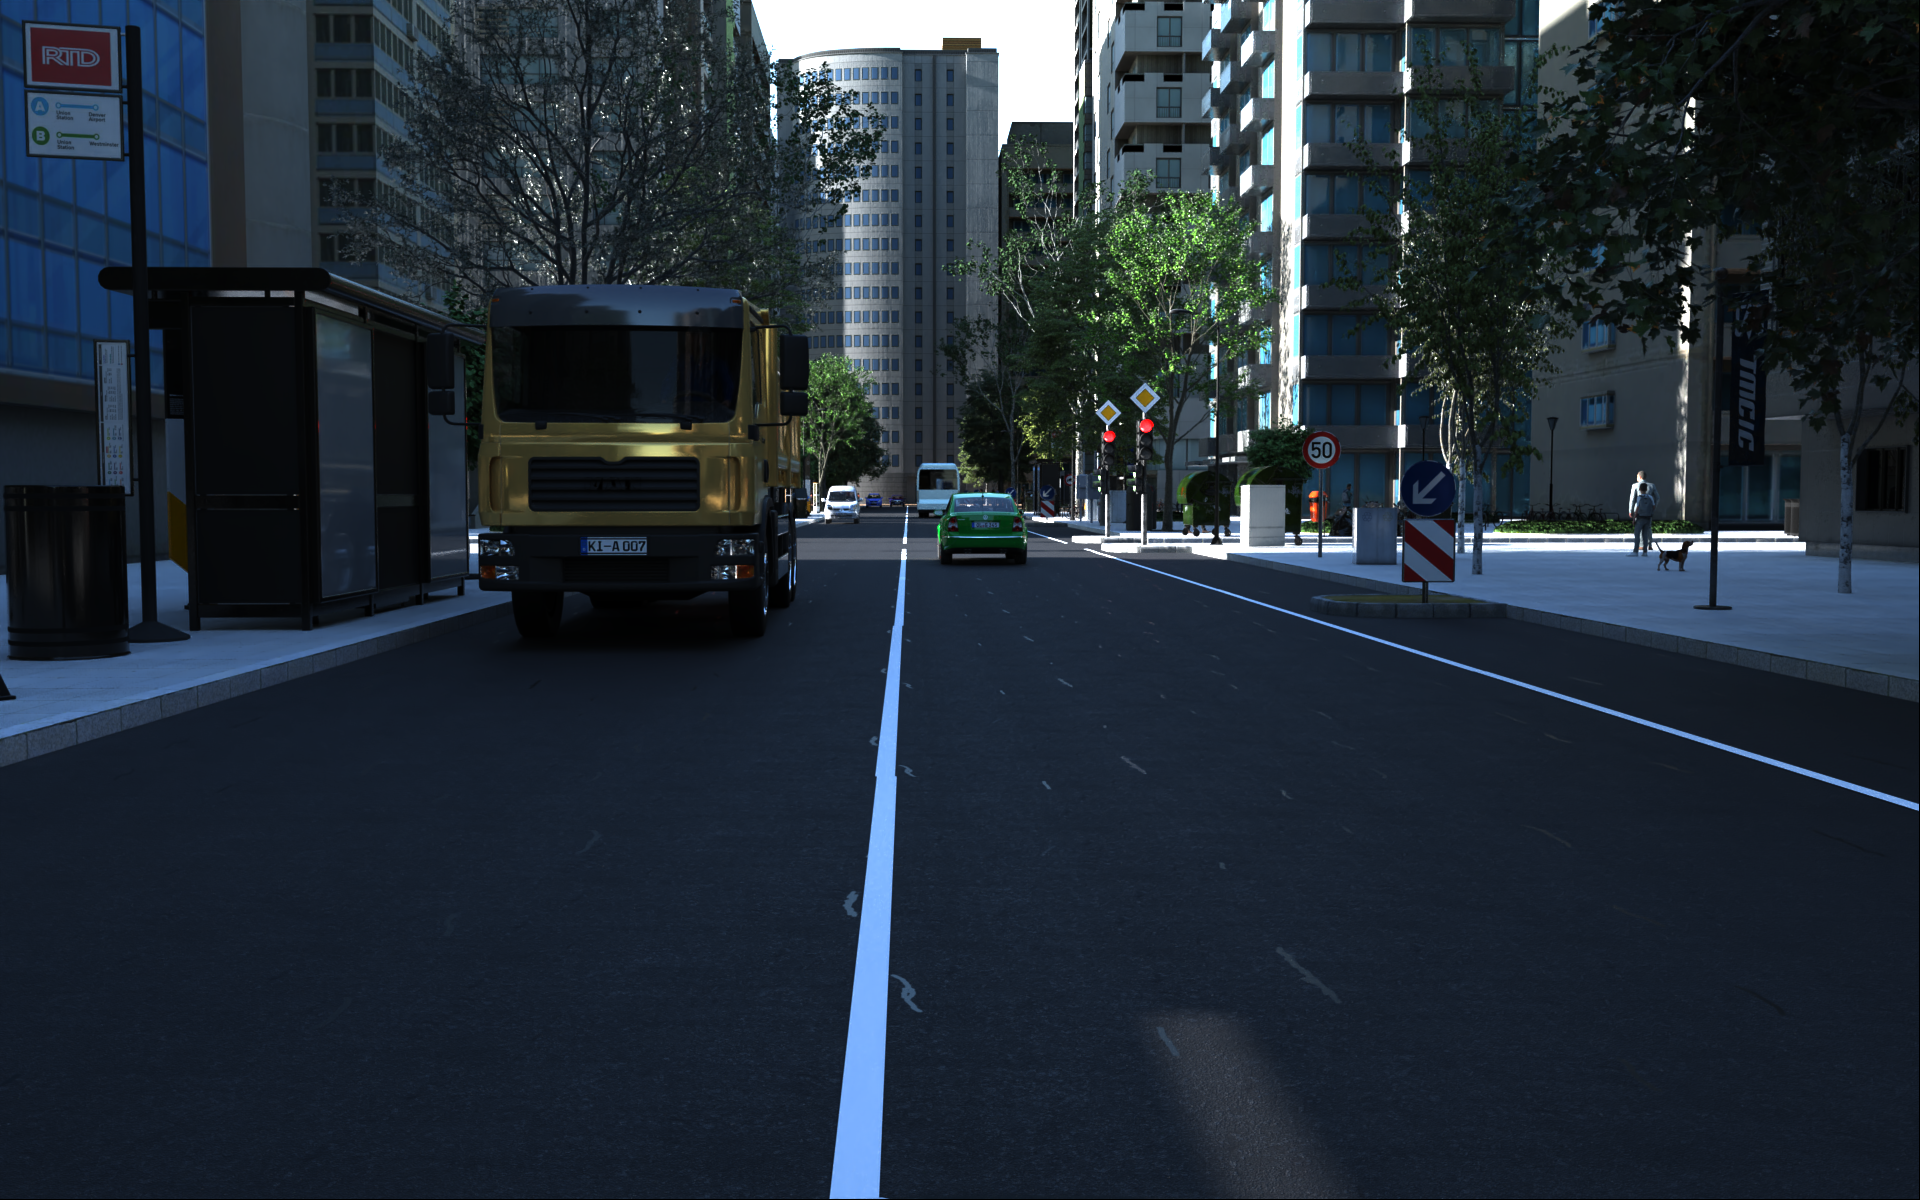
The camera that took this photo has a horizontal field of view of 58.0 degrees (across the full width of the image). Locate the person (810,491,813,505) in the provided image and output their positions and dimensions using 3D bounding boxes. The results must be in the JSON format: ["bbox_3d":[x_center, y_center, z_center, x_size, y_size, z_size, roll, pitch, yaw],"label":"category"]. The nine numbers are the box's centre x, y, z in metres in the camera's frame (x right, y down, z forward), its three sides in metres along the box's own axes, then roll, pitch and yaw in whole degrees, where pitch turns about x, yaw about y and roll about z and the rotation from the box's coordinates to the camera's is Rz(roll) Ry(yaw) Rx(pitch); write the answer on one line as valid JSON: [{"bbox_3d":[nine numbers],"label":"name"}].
[{"bbox_3d":[-16.810,-11.509,195.682,0.415,1.643,0.593,-2,4,-30],"label":"person"}]

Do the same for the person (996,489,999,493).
[{"bbox_3d":[4.080,-10.857,183.416,0.709,1.838,0.599,2,4,27],"label":"person"}]

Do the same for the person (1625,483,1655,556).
[{"bbox_3d":[14.025,-1.651,35.639,0.523,1.515,0.503,3,5,40],"label":"person"}]

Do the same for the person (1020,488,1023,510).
[{"bbox_3d":[5.071,-8.271,141.373,0.705,1.812,1.348,0,4,4],"label":"person"}]

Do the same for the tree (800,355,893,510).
[{"bbox_3d":[-11.158,-13.713,141.215,9.611,12.733,9.660,0,3,0],"label":"tree"}]

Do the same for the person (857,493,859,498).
[{"bbox_3d":[-11.975,-11.871,203.399,0.557,1.426,1.065,-1,4,-23],"label":"person"}]

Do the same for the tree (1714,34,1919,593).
[{"bbox_3d":[11.425,-4.378,21.944,4.360,8.622,3.978,0,3,0],"label":"tree"}]

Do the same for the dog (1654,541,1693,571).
[{"bbox_3d":[11.921,-0.741,28.939,0.540,0.507,0.406,1,4,10],"label":"dog"}]

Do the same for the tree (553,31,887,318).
[{"bbox_3d":[-9.816,-13.199,71.698,12.611,20.169,13.585,0,3,0],"label":"tree"}]

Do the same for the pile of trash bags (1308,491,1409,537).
[{"bbox_3d":[11.913,-2.604,52.326,3.447,1.369,1.912,-2,4,-30],"label":"pile of trash bags"}]

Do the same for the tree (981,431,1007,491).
[{"bbox_3d":[3.620,-14.493,187.317,4.360,8.622,3.978,0,3,0],"label":"tree"}]

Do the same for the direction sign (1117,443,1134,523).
[{"bbox_3d":[7.614,-5.371,79.818,0.876,3.537,0.379,-2,4,-25],"label":"direction sign"}]

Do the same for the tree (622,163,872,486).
[{"bbox_3d":[-8.542,-8.660,59.726,7.486,12.596,7.792,0,3,0],"label":"tree"}]

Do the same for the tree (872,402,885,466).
[{"bbox_3d":[-11.394,-15.700,174.824,7.486,12.596,7.792,0,3,0],"label":"tree"}]

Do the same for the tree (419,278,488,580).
[{"bbox_3d":[-7.727,-2.617,26.496,4.285,4.588,4.351,0,3,0],"label":"tree"}]

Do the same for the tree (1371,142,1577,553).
[{"bbox_3d":[11.070,-5.309,37.169,4.360,8.622,3.978,0,3,0],"label":"tree"}]

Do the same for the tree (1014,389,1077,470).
[{"bbox_3d":[5.616,-9.927,112.674,4.737,8.622,4.395,0,3,0],"label":"tree"}]

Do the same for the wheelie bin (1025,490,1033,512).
[{"bbox_3d":[5.022,-7.107,124.107,0.980,1.594,0.693,0,4,3],"label":"wheelie bin"}]

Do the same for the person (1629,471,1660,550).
[{"bbox_3d":[15.639,-2.048,39.623,0.635,1.810,0.391,-1,4,-9],"label":"person"}]

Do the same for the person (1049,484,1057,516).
[{"bbox_3d":[5.302,-5.773,100.232,0.655,1.846,0.447,3,5,41],"label":"person"}]

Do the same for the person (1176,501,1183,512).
[{"bbox_3d":[13.602,-6.163,106.996,0.592,1.802,0.473,0,4,-7],"label":"person"}]

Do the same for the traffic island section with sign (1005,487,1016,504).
[{"bbox_3d":[2.888,-5.811,103.630,1.989,1.847,2.006,0,4,-2],"label":"traffic island section with sign"}]

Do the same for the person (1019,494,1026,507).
[{"bbox_3d":[6.294,-9.952,169.476,1.217,1.743,0.721,0,4,-3],"label":"person"}]

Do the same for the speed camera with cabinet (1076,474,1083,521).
[{"bbox_3d":[6.511,-5.314,81.226,2.038,3.252,0.660,2,4,25],"label":"speed camera with cabinet"}]

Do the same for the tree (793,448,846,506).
[{"bbox_3d":[-10.015,-7.405,104.779,4.285,4.588,4.351,0,3,0],"label":"tree"}]

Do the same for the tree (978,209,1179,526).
[{"bbox_3d":[5.494,-9.263,69.577,7.486,12.596,7.792,0,3,0],"label":"tree"}]

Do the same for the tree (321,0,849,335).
[{"bbox_3d":[-7.646,-7.655,35.525,12.009,13.543,11.850,0,3,0],"label":"tree"}]

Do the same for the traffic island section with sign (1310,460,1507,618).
[{"bbox_3d":[5.344,-0.758,21.024,1.989,1.847,2.006,0,4,-2],"label":"traffic island section with sign"}]

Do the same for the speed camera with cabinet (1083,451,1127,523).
[{"bbox_3d":[6.647,-5.050,76.904,2.038,3.252,0.660,0,4,-5],"label":"speed camera with cabinet"}]

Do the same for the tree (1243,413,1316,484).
[{"bbox_3d":[13.170,-5.320,70.698,4.285,4.588,4.351,0,3,0],"label":"tree"}]

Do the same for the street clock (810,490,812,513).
[{"bbox_3d":[-10.223,-6.907,117.495,0.358,2.002,0.471,-2,4,-30],"label":"street clock"}]

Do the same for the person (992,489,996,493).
[{"bbox_3d":[3.311,-10.081,171.536,0.551,1.740,0.621,-1,4,-16],"label":"person"}]

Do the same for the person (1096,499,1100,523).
[{"bbox_3d":[6.344,-4.133,77.889,0.425,1.301,0.394,0,4,4],"label":"person"}]

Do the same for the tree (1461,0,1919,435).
[{"bbox_3d":[8.104,-5.758,11.149,9.611,12.733,9.660,0,3,0],"label":"tree"}]

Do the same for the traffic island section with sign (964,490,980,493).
[{"bbox_3d":[1.380,-8.911,154.320,1.989,1.847,2.006,0,4,-2],"label":"traffic island section with sign"}]

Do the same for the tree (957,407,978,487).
[{"bbox_3d":[3.520,-17.077,197.338,7.486,12.596,7.792,0,3,0],"label":"tree"}]

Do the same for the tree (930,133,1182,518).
[{"bbox_3d":[4.955,-14.501,92.976,12.611,20.169,13.585,0,3,0],"label":"tree"}]

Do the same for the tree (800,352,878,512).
[{"bbox_3d":[-9.912,-12.181,124.914,9.928,11.665,9.643,0,3,0],"label":"tree"}]

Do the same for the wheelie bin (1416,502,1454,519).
[{"bbox_3d":[9.323,-1.605,34.150,0.693,1.594,0.980,0,4,4],"label":"wheelie bin"}]

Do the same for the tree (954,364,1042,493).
[{"bbox_3d":[4.118,-16.053,169.124,9.857,13.997,8.962,0,3,0],"label":"tree"}]

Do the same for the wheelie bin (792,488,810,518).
[{"bbox_3d":[-8.468,-5.118,91.587,0.980,1.594,0.693,-1,4,-16],"label":"wheelie bin"}]

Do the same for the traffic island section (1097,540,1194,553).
[{"bbox_3d":[4.666,-1.312,43.727,2.009,0.180,2.903,0,4,-2],"label":"traffic island section"}]

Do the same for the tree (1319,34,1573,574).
[{"bbox_3d":[8.080,-4.708,27.339,4.737,8.622,4.395,0,3,0],"label":"tree"}]

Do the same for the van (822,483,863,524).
[{"bbox_3d":[-5.761,-4.768,84.960,2.013,2.044,4.112,0,4,-2],"label":"van"}]

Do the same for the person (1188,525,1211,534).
[{"bbox_3d":[7.730,-3.046,56.236,0.834,1.777,0.661,2,4,30],"label":"person"}]

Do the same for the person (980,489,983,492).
[{"bbox_3d":[1.582,-7.467,130.684,0.705,1.812,1.348,1,4,19],"label":"person"}]

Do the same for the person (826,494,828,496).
[{"bbox_3d":[-13.991,-10.461,177.096,1.348,1.822,0.705,-3,5,-39],"label":"person"}]

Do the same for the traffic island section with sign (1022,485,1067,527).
[{"bbox_3d":[3.695,-4.163,76.687,1.989,1.847,2.006,0,4,-2],"label":"traffic island section with sign"}]

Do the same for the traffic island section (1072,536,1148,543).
[{"bbox_3d":[4.429,-1.800,51.709,2.009,0.180,2.903,0,4,-2],"label":"traffic island section"}]

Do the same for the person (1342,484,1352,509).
[{"bbox_3d":[18.479,-4.670,82.745,0.721,1.781,0.623,-2,4,-34],"label":"person"}]

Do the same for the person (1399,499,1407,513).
[{"bbox_3d":[19.729,-4.080,77.021,0.475,1.303,0.640,1,4,11],"label":"person"}]

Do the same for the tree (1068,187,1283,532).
[{"bbox_3d":[7.200,-8.136,58.771,9.928,11.665,9.643,0,3,0],"label":"tree"}]
